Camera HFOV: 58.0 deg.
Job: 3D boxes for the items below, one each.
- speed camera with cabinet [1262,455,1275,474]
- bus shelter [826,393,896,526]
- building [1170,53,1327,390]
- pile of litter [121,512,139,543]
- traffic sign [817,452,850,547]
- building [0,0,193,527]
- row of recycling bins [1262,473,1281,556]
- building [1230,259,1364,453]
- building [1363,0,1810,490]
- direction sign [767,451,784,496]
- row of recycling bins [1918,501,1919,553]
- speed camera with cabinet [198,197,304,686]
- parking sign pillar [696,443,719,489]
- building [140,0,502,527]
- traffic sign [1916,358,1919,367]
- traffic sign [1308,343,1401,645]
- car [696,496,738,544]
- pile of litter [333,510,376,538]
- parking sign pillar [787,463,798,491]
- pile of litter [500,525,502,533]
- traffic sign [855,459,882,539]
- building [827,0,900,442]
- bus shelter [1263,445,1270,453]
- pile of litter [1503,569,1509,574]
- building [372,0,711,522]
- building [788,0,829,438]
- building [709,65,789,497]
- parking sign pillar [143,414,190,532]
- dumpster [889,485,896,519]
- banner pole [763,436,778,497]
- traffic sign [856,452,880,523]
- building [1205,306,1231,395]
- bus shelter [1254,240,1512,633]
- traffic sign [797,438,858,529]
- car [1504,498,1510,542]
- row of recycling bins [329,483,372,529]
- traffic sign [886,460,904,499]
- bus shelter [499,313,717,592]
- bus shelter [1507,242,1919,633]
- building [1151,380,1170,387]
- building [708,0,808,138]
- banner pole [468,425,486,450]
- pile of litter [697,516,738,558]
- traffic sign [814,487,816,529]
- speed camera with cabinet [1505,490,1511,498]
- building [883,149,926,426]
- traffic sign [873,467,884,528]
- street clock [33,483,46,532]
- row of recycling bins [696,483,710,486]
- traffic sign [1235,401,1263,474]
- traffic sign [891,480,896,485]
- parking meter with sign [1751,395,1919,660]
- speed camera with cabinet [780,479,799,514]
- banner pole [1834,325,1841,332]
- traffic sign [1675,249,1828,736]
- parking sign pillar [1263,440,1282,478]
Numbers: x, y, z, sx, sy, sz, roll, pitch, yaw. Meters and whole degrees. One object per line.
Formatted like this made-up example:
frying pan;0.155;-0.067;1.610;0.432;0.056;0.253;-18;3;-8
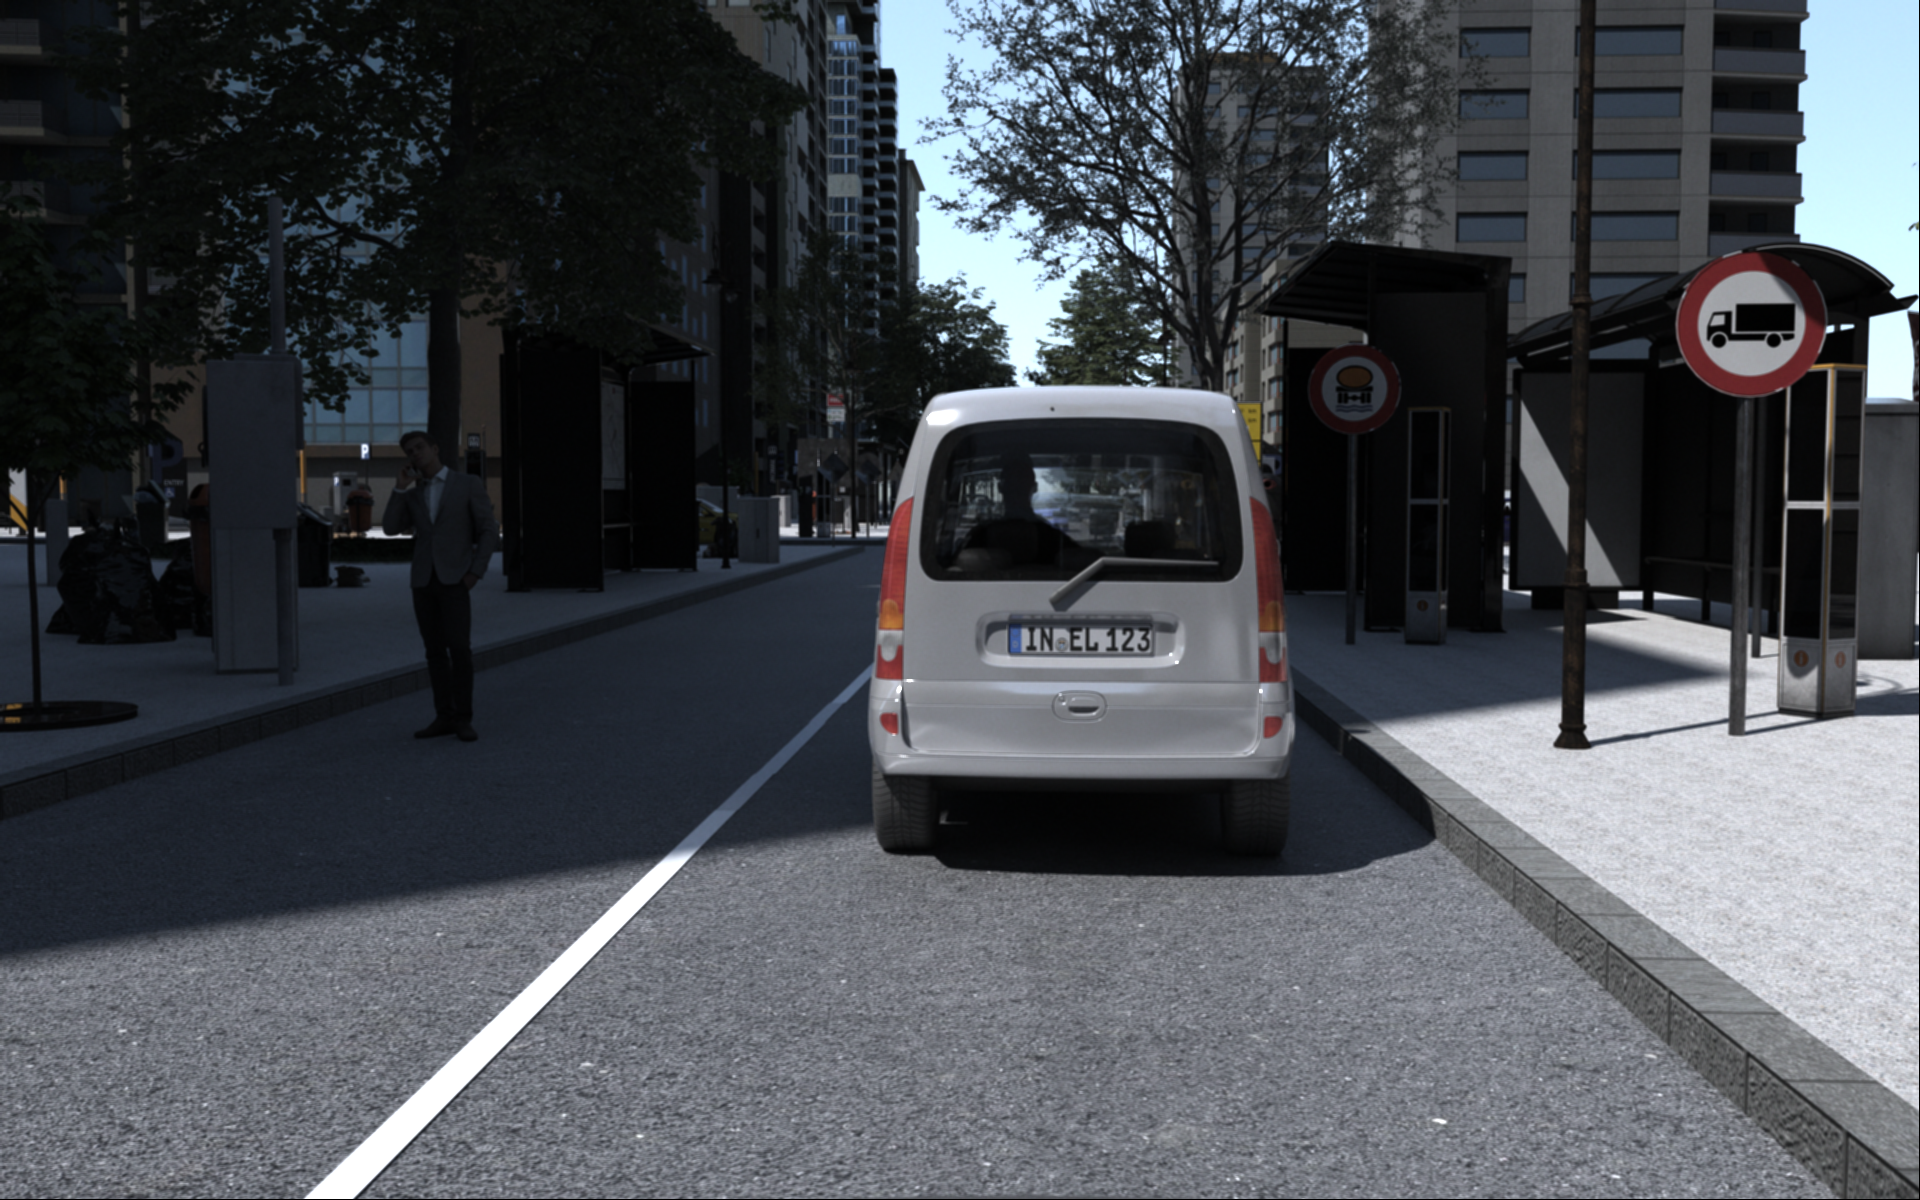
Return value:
speed camera with cabinet;6.428;-2.838;40.739;2.038;3.252;0.660;-2;4;-28
bus shelter;-4.087;-5.735;71.401;2.179;5.291;8.768;0;4;3
building;39.613;-42.589;238.329;21.231;58.520;28.212;0;4;3
pile of litter;-19.906;-1.654;41.010;1.176;0.858;1.719;0;4;1
traffic sign;-3.044;-2.325;41.655;0.795;2.450;0.064;0;4;3
building;-45.126;-25.627;73.629;28.867;44.769;22.147;0;4;3
row of recycling bins;5.551;-1.648;34.063;3.534;1.692;1.069;0;4;-1
building;37.781;-18.131;141.483;27.650;21.520;28.899;0;4;3
building;34.081;-34.040;98.559;21.231;58.520;28.212;0;4;3
direction sign;-9.633;-6.033;90.637;0.876;3.537;0.379;-1;4;-19
row of recycling bins;22.409;-1.906;38.274;3.534;1.692;1.069;0;4;-6
speed camera with cabinet;-5.005;-1.094;12.222;0.660;3.252;2.038;-1;4;-22
parking sign pillar;-13.266;-6.245;90.581;1.447;3.967;1.447;-2;4;-28
building;-23.692;-25.816;72.206;14.600;45.320;14.200;0;4;3
traffic sign;4.429;-0.441;7.209;0.884;2.594;0.081;1;4;9
traffic sign;3.337;-0.894;14.726;0.768;2.556;0.104;1;4;8
car;-7.203;-2.189;46.019;3.980;1.641;2.015;0;4;3
pile of litter;-17.646;-2.199;49.922;1.719;0.858;1.176;0;4;3
parking sign pillar;-11.102;-7.920;117.970;1.447;3.967;1.447;-1;4;-21
pile of litter;-14.698;-2.622;56.840;1.719;0.858;1.176;1;4;10
traffic sign;-2.633;-2.813;49.630;0.795;2.450;0.064;0;4;3
building;-18.613;-56.532;236.964;22.319;86.520;31.000;0;4;3
bus shelter;10.080;-4.292;64.090;2.014;3.302;5.546;0;4;3
pile of litter;8.312;-0.883;28.407;1.176;0.858;1.719;-1;4;-16
building;-21.917;-27.168;94.303;14.600;45.320;14.200;0;4;3
building;-20.975;-44.291;162.403;20.563;71.187;20.611;0;4;3
building;-19.574;-21.106;116.777;14.160;30.474;14.107;0;4;3
parking sign pillar;-27.007;-4.308;58.909;1.447;3.967;1.447;3;4;37
dumpster;-3.173;-5.199;90.766;1.264;1.857;1.865;0;4;3
banner pole;-8.249;-5.194;74.945;0.863;3.779;0.401;1;4;17
traffic sign;-2.826;-3.236;53.012;0.768;2.556;0.104;1;4;10
building;38.971;-19.894;170.305;27.650;21.520;28.899;0;4;3
bus shelter;4.450;-1.701;19.099;1.731;3.624;6.357;0;4;3
traffic sign;-4.828;-4.234;63.098;2.265;3.308;0.079;1;4;10
car;14.090;-2.020;45.600;3.894;1.354;1.945;0;4;5
row of recycling bins;-22.196;-3.419;63.008;1.069;1.692;3.534;0;4;-6
traffic sign;-2.401;-4.048;66.182;0.884;2.594;0.081;1;4;12
bus shelter;-5.028;-2.103;25.670;1.731;3.624;6.357;0;4;3
bus shelter;6.793;-1.393;16.707;2.014;3.302;5.546;0;4;3
building;43.821;-25.856;267.782;27.650;21.520;28.899;0;4;3
building;-26.957;-33.626;139.025;28.713;52.752;27.495;0;4;3
banner pole;-17.465;-4.454;62.847;0.863;3.779;0.401;-3;5;-39
pile of litter;-4.673;-1.282;34.931;1.719;0.858;1.176;2;4;26
traffic sign;-5.373;-3.926;64.199;0.884;2.594;0.081;1;4;8
speed camera with cabinet;23.765;-5.060;77.062;2.038;3.252;0.660;0;4;2
building;-20.400;-41.508;267.886;28.713;52.752;27.495;0;4;3
traffic sign;-3.147;-3.822;64.621;0.606;2.300;0.079;0;4;4
street clock;-33.059;-3.529;62.270;0.471;2.002;0.358;1;4;13
row of recycling bins;-10.810;-3.468;63.812;3.534;1.692;1.069;0;4;5
traffic sign;5.504;-2.706;38.114;2.265;3.308;0.079;0;4;7
traffic sign;-2.898;-4.683;78.694;0.606;2.300;0.079;1;4;13
parking meter with sign;7.064;-1.053;13.470;1.738;3.016;0.543;0;4;1
speed camera with cabinet;-10.769;-7.089;110.245;2.038;3.252;0.660;3;5;43
banner pole;10.324;-1.892;20.954;0.863;3.779;0.401;3;5;43
traffic sign;4.133;-0.552;9.137;0.768;2.556;0.104;0;4;5
parking sign pillar;15.519;-5.919;85.251;1.447;3.967;1.447;0;4;-1
